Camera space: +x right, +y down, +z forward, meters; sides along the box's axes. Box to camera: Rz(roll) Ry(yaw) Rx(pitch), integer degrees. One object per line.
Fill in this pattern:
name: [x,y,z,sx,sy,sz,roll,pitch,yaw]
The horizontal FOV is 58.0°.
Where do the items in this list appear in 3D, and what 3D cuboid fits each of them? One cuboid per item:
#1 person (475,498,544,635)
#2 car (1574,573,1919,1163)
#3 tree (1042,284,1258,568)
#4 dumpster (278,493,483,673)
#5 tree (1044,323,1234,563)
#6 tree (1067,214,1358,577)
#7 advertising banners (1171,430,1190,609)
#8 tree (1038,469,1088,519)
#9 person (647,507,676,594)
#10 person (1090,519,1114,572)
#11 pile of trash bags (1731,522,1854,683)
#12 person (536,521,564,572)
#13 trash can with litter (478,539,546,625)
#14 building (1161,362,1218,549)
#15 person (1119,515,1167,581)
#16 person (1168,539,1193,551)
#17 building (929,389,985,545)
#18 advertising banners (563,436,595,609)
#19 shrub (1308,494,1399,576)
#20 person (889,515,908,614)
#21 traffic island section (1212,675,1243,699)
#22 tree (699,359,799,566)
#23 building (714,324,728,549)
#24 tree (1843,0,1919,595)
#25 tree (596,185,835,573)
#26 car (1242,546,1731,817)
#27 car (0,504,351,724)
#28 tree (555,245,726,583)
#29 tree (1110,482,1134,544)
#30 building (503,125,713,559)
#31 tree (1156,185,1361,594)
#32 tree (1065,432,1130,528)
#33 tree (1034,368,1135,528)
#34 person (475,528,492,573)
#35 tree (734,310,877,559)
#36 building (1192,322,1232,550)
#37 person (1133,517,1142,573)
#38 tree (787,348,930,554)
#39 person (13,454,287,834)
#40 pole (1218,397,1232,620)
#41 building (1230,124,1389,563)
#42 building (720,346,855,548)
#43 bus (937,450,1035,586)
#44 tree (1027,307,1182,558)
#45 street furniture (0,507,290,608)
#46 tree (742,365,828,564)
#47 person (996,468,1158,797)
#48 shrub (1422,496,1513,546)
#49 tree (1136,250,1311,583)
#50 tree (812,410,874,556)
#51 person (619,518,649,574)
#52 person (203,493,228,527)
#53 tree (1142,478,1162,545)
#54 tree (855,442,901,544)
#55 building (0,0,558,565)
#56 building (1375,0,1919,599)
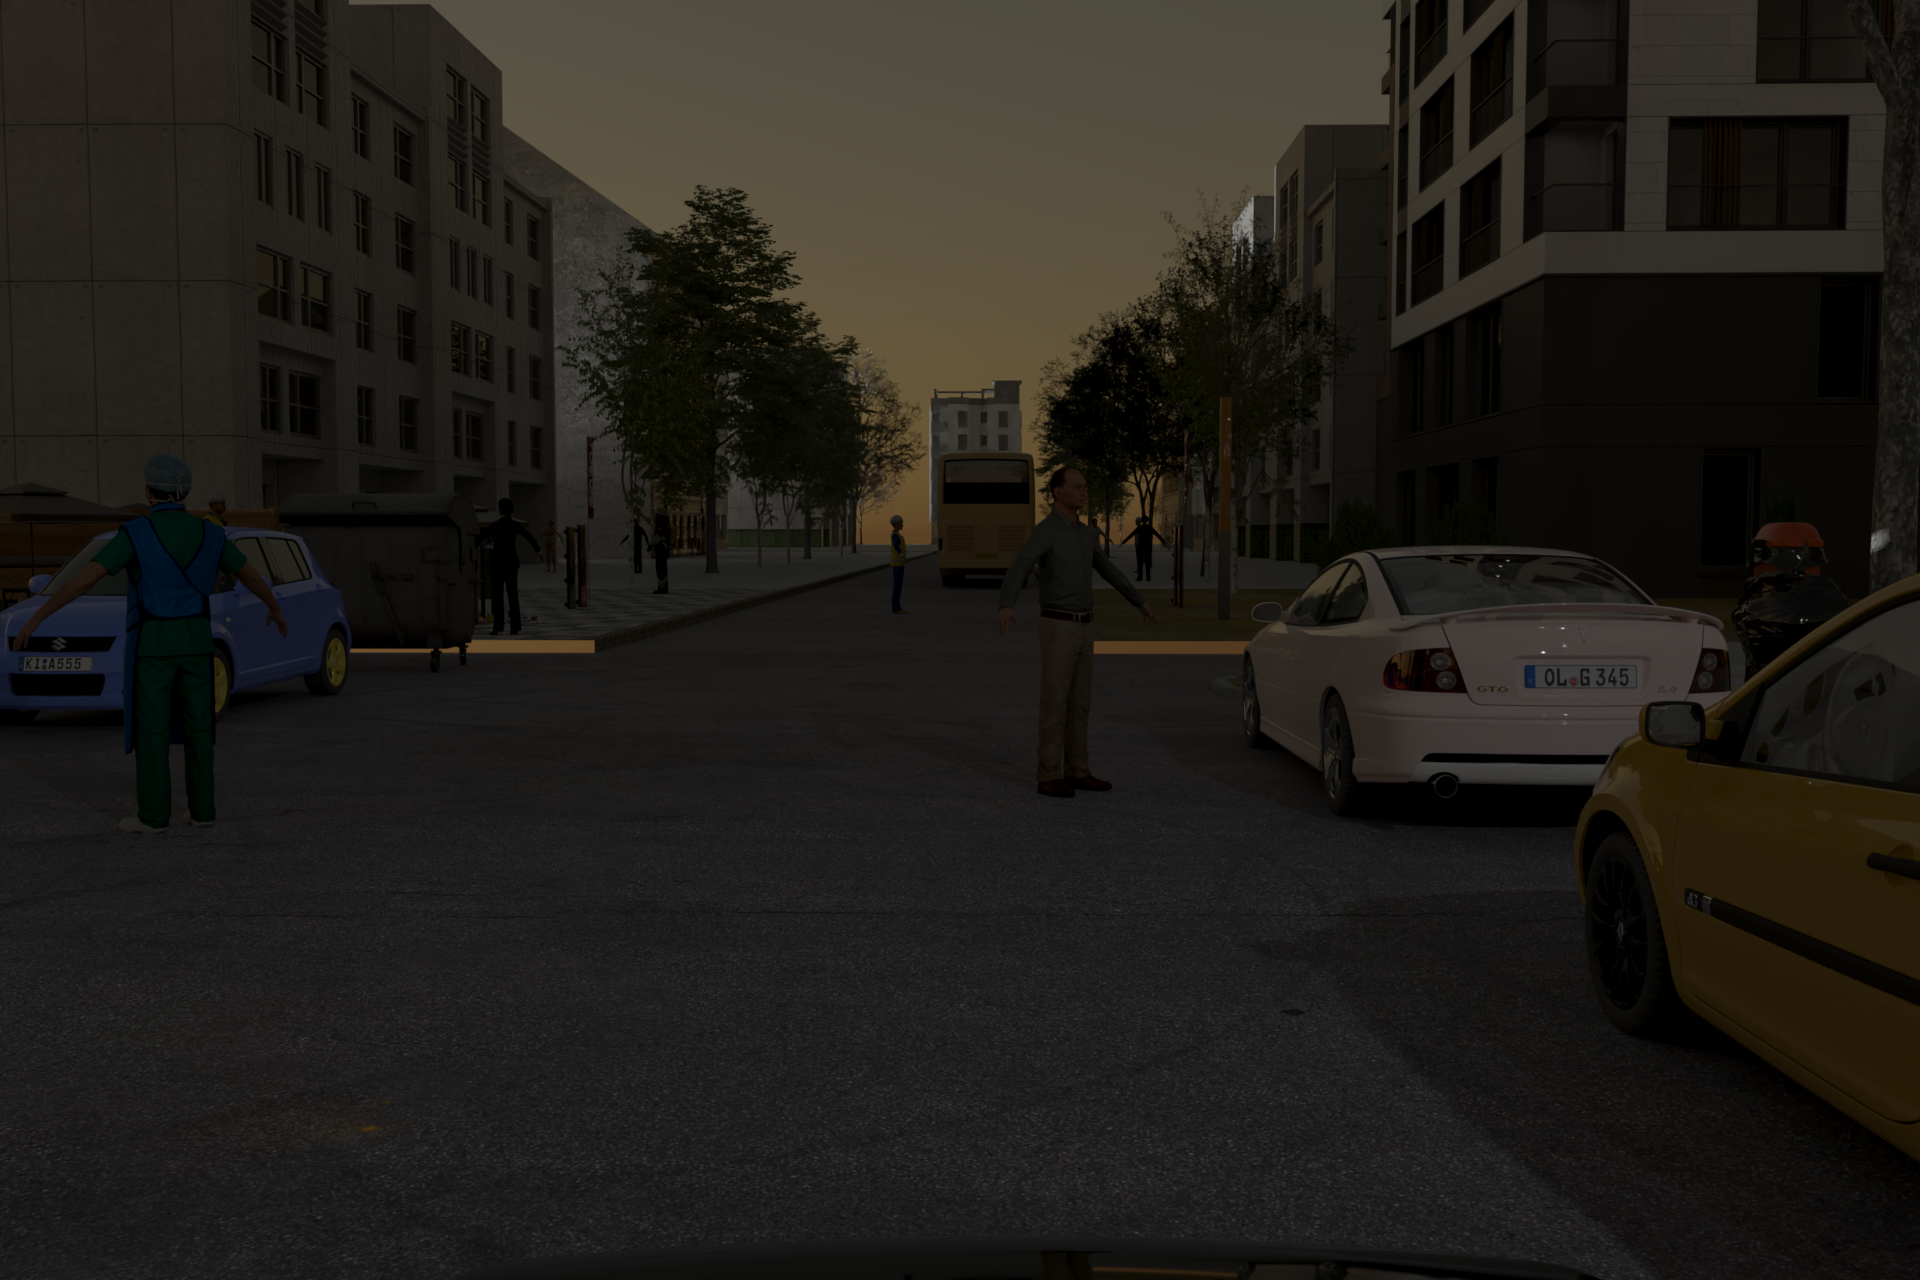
person: [-5.832,-0.938,22.054,1.216,1.740,0.721,-3,5,-44]
car: [2.708,0.394,3.782,2.015,1.641,3.980,0,4,1]
tree: [7.145,-8.030,65.698,8.767,10.594,7.601,1,4,10]
dumpster: [-6.129,-0.620,18.345,1.865,1.857,1.264,0,4,1]
tree: [8.121,-8.638,75.646,8.767,10.594,7.601,0,4,-7]
tree: [7.322,-7.166,51.584,8.767,10.594,7.601,0,4,6]
advertising banners: [3.845,-2.081,30.215,0.090,3.025,2.074,0,4,1]
tree: [13.276,-17.241,216.307,7.601,10.594,8.767,0,4,3]
person: [-6.416,-1.915,37.086,0.705,1.856,1.354,0,4,5]
person: [4.604,-3.228,58.965,1.347,1.806,0.705,-1,4,-22]
pile of trash bags: [6.220,-0.125,11.799,1.912,1.369,3.447,0,4,1]
person: [-13.839,-3.154,58.364,1.217,1.733,0.721,1,4,23]
trash can with litter: [-6.728,-0.883,25.496,1.678,1.210,2.233,0,4,1]
building: [28.791,-20.130,160.054,19.493,23.208,18.063,0,4,2]
person: [5.017,-2.510,47.227,1.347,1.806,0.705,-1,4,-10]
person: [6.656,-2.645,52.505,0.599,1.433,0.991,-3,5,-41]
building: [-3.379,-21.907,217.054,11.380,20.090,16.016,0,4,-3]
advertising banners: [-6.653,-2.093,30.413,0.090,3.025,2.074,0,4,2]
shrub: [7.330,-1.696,32.148,1.690,2.028,1.600,0,3,0]
person: [-1.037,-1.358,31.120,0.721,1.772,1.216,0,4,-2]
traffic island section: [3.321,0.439,15.694,1.991,0.108,1.994,0,4,2]
tree: [-7.821,-7.259,69.052,4.360,8.622,3.978,0,3,0]
building: [-25.665,-17.312,139.468,16.016,20.090,11.380,0,4,1]
tree: [7.676,-9.842,16.808,12.611,20.169,13.585,0,3,0]
tree: [-7.969,-8.465,56.529,7.486,12.596,7.792,0,3,0]
car: [2.835,0.135,10.156,2.083,1.381,4.827,0,4,1]
car: [-6.409,-0.279,14.146,1.945,1.707,3.694,0,4,1]
tree: [-8.399,-5.807,45.315,4.737,8.622,4.395,0,3,0]
tree: [19.997,-16.322,217.221,4.737,8.622,4.395,0,3,0]
building: [-24.632,-16.285,97.184,19.493,23.208,18.063,0,4,2]
tree: [5.824,-5.315,37.257,4.360,8.622,3.978,0,3,0]
tree: [8.529,-9.685,108.715,4.737,8.622,4.395,0,3,0]
tree: [8.807,-12.275,118.820,7.486,12.596,7.792,0,3,0]
person: [-15.716,-3.080,56.300,1.347,1.837,0.705,1,4,21]
tree: [-7.979,-10.418,88.461,7.486,12.596,7.792,0,3,0]
building: [25.149,-17.860,148.432,16.016,20.090,11.380,0,4,1]
person: [5.870,-3.136,57.129,0.705,1.847,1.347,0,4,5]
tree: [-6.891,-12.436,113.703,12.009,13.543,11.850,0,3,0]
person: [-3.841,0.012,8.388,0.704,1.817,1.347,3,4,38]
pole: [3.961,-1.961,25.904,0.158,3.312,0.155,0,3,0]
building: [23.472,-13.267,83.377,16.747,18.905,31.486,0,4,2]
building: [-20.862,-19.143,179.439,16.747,18.905,31.486,0,4,2]
bus: [0.697,-3.615,50.646,2.896,3.916,12.252,0,4,0]
tree: [8.045,-11.188,93.290,12.009,13.543,11.850,0,3,0]
street furniture: [-13.951,-1.498,31.340,11.010,1.723,9.812,2,4,30]
tree: [-7.425,-7.590,74.457,4.737,8.622,4.395,0,3,0]
person: [0.612,-0.052,9.573,0.705,1.796,1.348,3,5,42]
shrub: [9.791,-1.776,33.463,1.690,2.028,1.600,0,3,0]
tree: [6.744,-5.811,45.369,4.737,8.622,4.395,0,3,0]
tree: [-6.721,-9.074,98.714,4.360,8.622,3.978,0,3,0]
person: [-10.537,-3.065,56.332,0.704,1.802,1.346,2,4,32]
person: [-10.014,-1.069,23.444,0.705,1.833,1.349,0,4,1]
tree: [24.803,-15.976,211.568,4.360,8.622,3.978,0,3,0]
tree: [-12.396,-18.599,214.458,12.009,13.543,11.850,0,3,0]
building: [-26.017,-11.739,58.385,16.747,18.905,31.486,0,4,1]
building: [25.955,-12.578,49.618,27.936,21.610,32.646,0,4,2]
